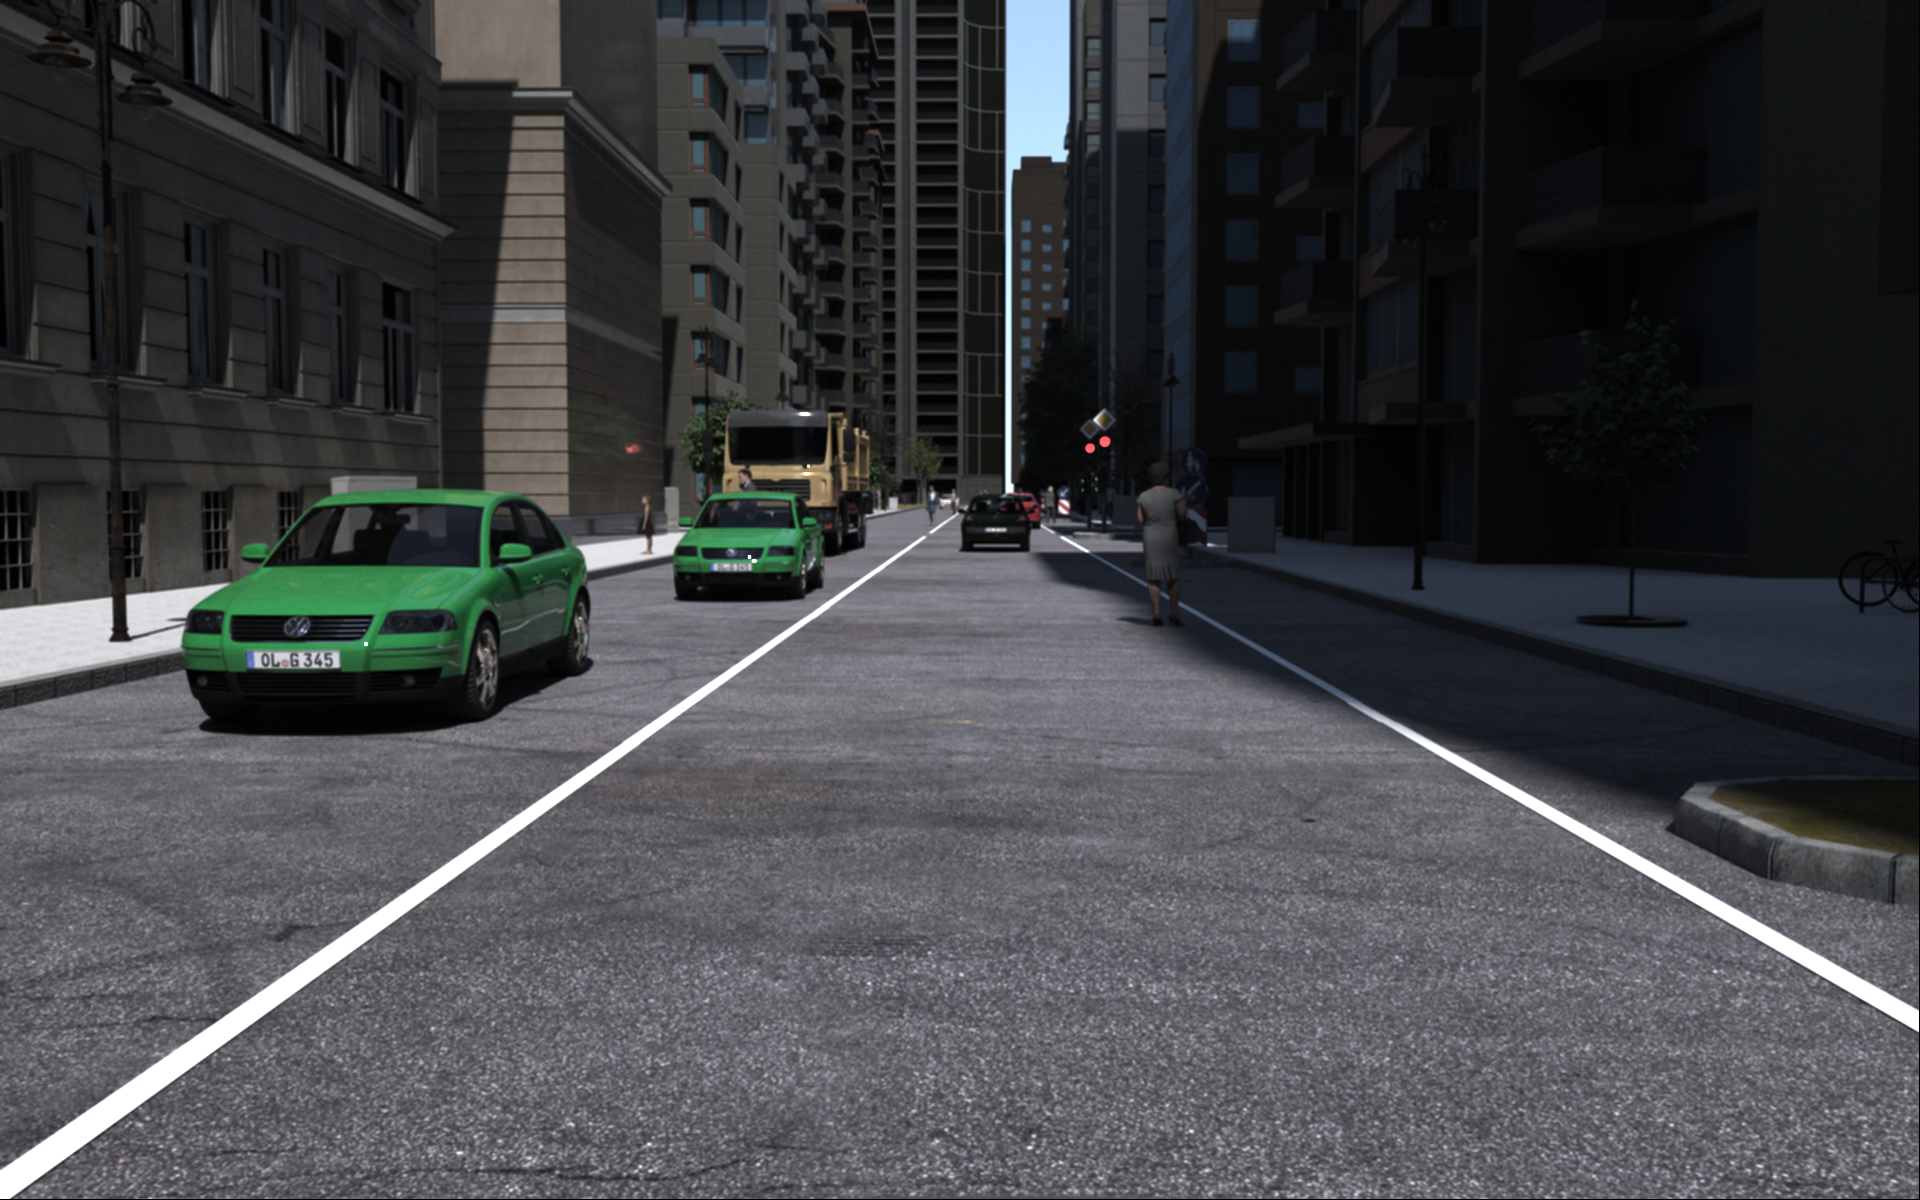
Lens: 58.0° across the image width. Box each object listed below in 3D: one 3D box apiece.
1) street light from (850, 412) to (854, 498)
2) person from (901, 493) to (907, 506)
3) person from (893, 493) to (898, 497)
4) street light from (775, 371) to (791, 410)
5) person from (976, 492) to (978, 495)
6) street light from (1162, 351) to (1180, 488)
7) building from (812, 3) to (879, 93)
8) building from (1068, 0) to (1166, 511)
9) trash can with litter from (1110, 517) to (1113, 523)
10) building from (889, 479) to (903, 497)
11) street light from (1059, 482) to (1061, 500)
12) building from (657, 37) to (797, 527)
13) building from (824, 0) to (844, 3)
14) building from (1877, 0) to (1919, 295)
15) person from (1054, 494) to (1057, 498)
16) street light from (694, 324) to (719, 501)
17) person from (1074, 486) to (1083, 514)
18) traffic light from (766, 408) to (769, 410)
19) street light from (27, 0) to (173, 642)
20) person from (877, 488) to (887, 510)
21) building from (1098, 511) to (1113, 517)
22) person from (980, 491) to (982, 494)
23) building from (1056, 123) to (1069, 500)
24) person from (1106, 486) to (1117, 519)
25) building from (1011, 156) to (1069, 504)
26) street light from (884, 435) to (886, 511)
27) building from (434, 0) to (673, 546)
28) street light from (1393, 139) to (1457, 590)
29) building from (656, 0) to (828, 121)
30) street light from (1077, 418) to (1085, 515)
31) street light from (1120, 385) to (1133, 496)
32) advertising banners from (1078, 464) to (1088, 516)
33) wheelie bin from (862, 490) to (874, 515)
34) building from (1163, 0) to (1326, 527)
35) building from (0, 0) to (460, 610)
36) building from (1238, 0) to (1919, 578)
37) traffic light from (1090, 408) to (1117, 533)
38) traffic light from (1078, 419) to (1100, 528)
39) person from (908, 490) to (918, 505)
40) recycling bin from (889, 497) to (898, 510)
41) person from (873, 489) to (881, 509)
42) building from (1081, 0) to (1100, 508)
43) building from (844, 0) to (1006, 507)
[{"bbox_3d":[-6.049,-7.645,97.789,0.468,5.910,1.993,0,4,1],"label":"street light"},{"bbox_3d":[-6.017,-11.041,189.782,0.991,1.433,0.599,-3,4,-37],"label":"person"},{"bbox_3d":[-8.207,-12.955,220.845,0.750,1.759,0.617,-1,4,-10],"label":"person"},{"bbox_3d":[-6.639,-5.643,65.057,0.468,5.910,1.993,0,4,1],"label":"street light"},{"bbox_3d":[2.223,-12.593,215.099,0.721,1.736,1.217,0,4,1],"label":"person"},{"bbox_3d":[6.807,-5.088,55.978,0.468,5.910,1.993,0,4,1],"label":"street light"},{"bbox_3d":[-18.662,-30.535,153.865,22.147,44.769,28.867,0,4,1],"label":"building"},{"bbox_3d":[21.030,-38.241,167.247,21.231,58.520,28.212,0,4,1],"label":"building"},{"bbox_3d":[6.905,-3.983,76.511,0.624,1.170,1.055,-1,4,-17],"label":"trash can with litter"},{"bbox_3d":[-21.670,-33.479,202.013,28.867,44.769,22.147,0,4,1],"label":"building"},{"bbox_3d":[7.969,-10.107,138.032,0.468,5.910,1.993,0,4,1],"label":"street light"},{"bbox_3d":[-22.956,-14.400,80.483,27.650,21.520,28.899,0,4,1],"label":"building"},{"bbox_3d":[-17.811,-45.229,177.741,20.563,71.187,20.611,0,4,1],"label":"building"},{"bbox_3d":[13.346,-21.643,3.967,14.600,45.320,14.200,0,4,1],"label":"building"},{"bbox_3d":[9.227,-10.466,177.123,1.348,1.831,0.705,0,4,-8],"label":"person"},{"bbox_3d":[-6.885,-4.550,47.175,0.468,5.910,1.993,0,4,1],"label":"street light"},{"bbox_3d":[7.796,-6.581,113.825,0.592,1.802,0.473,-2,4,-27],"label":"person"},{"bbox_3d":[-6.272,-4.143,56.660,0.839,4.253,0.868,0,4,1],"label":"traffic light"},{"bbox_3d":[-7.322,-2.577,14.925,0.468,5.910,1.993,0,4,1],"label":"street light"},{"bbox_3d":[-6.341,-8.332,142.282,0.705,1.822,1.348,3,4,36],"label":"person"},{"bbox_3d":[19.284,-34.638,108.333,21.231,58.520,28.212,0,4,1],"label":"building"},{"bbox_3d":[2.381,-10.948,188.227,0.721,1.736,1.217,-1,4,-20],"label":"person"},{"bbox_3d":[23.205,-35.337,197.372,23.786,49.044,30.456,0,4,1],"label":"building"},{"bbox_3d":[7.800,-5.023,88.657,0.782,1.767,0.515,2,4,26],"label":"person"},{"bbox_3d":[14.064,-35.621,232.513,14.200,45.320,14.600,0,4,1],"label":"building"},{"bbox_3d":[-5.627,-9.618,130.039,0.468,5.910,1.993,0,4,1],"label":"street light"},{"bbox_3d":[-19.070,-16.022,47.857,20.117,28.700,13.634,0,4,1],"label":"building"},{"bbox_3d":[6.147,-3.076,23.074,0.468,5.910,1.993,0,4,1],"label":"street light"},{"bbox_3d":[-20.763,-30.435,117.222,23.786,49.044,30.456,0,4,1],"label":"building"},{"bbox_3d":[7.411,-8.127,105.667,0.468,5.910,1.993,0,4,1],"label":"street light"},{"bbox_3d":[7.029,-6.150,73.335,0.468,5.910,1.993,0,4,1],"label":"street light"},{"bbox_3d":[7.367,-6.501,102.475,0.090,3.025,2.074,2,4,25],"label":"advertising banners"},{"bbox_3d":[-5.770,-6.154,108.520,0.693,1.594,0.980,1,4,9],"label":"wheelie bin"},{"bbox_3d":[16.259,-25.822,72.301,14.200,45.320,14.600,0,4,1],"label":"building"},{"bbox_3d":[-17.826,-11.428,20.135,16.112,22.955,30.059,0,4,1],"label":"building"},{"bbox_3d":[19.191,-23.477,38.477,22.147,44.769,28.867,0,4,1],"label":"building"},{"bbox_3d":[4.688,-4.134,56.516,0.839,4.253,0.868,0,4,1],"label":"traffic light"},{"bbox_3d":[4.806,-4.623,64.500,0.839,4.253,0.868,0,4,1],"label":"traffic light"},{"bbox_3d":[-5.391,-11.802,199.728,1.217,1.735,0.721,0,4,5],"label":"person"},{"bbox_3d":[-5.340,-7.709,138.588,0.722,1.027,0.722,0,4,-6],"label":"recycling bin"},{"bbox_3d":[-7.138,-8.701,149.099,0.445,1.727,0.742,2,4,31],"label":"person"},{"bbox_3d":[17.195,-28.288,146.101,14.154,41.232,14.086,0,4,1],"label":"building"},{"bbox_3d":[-4.066,-48.672,234.033,20.611,71.187,20.563,0,4,1],"label":"building"}]
